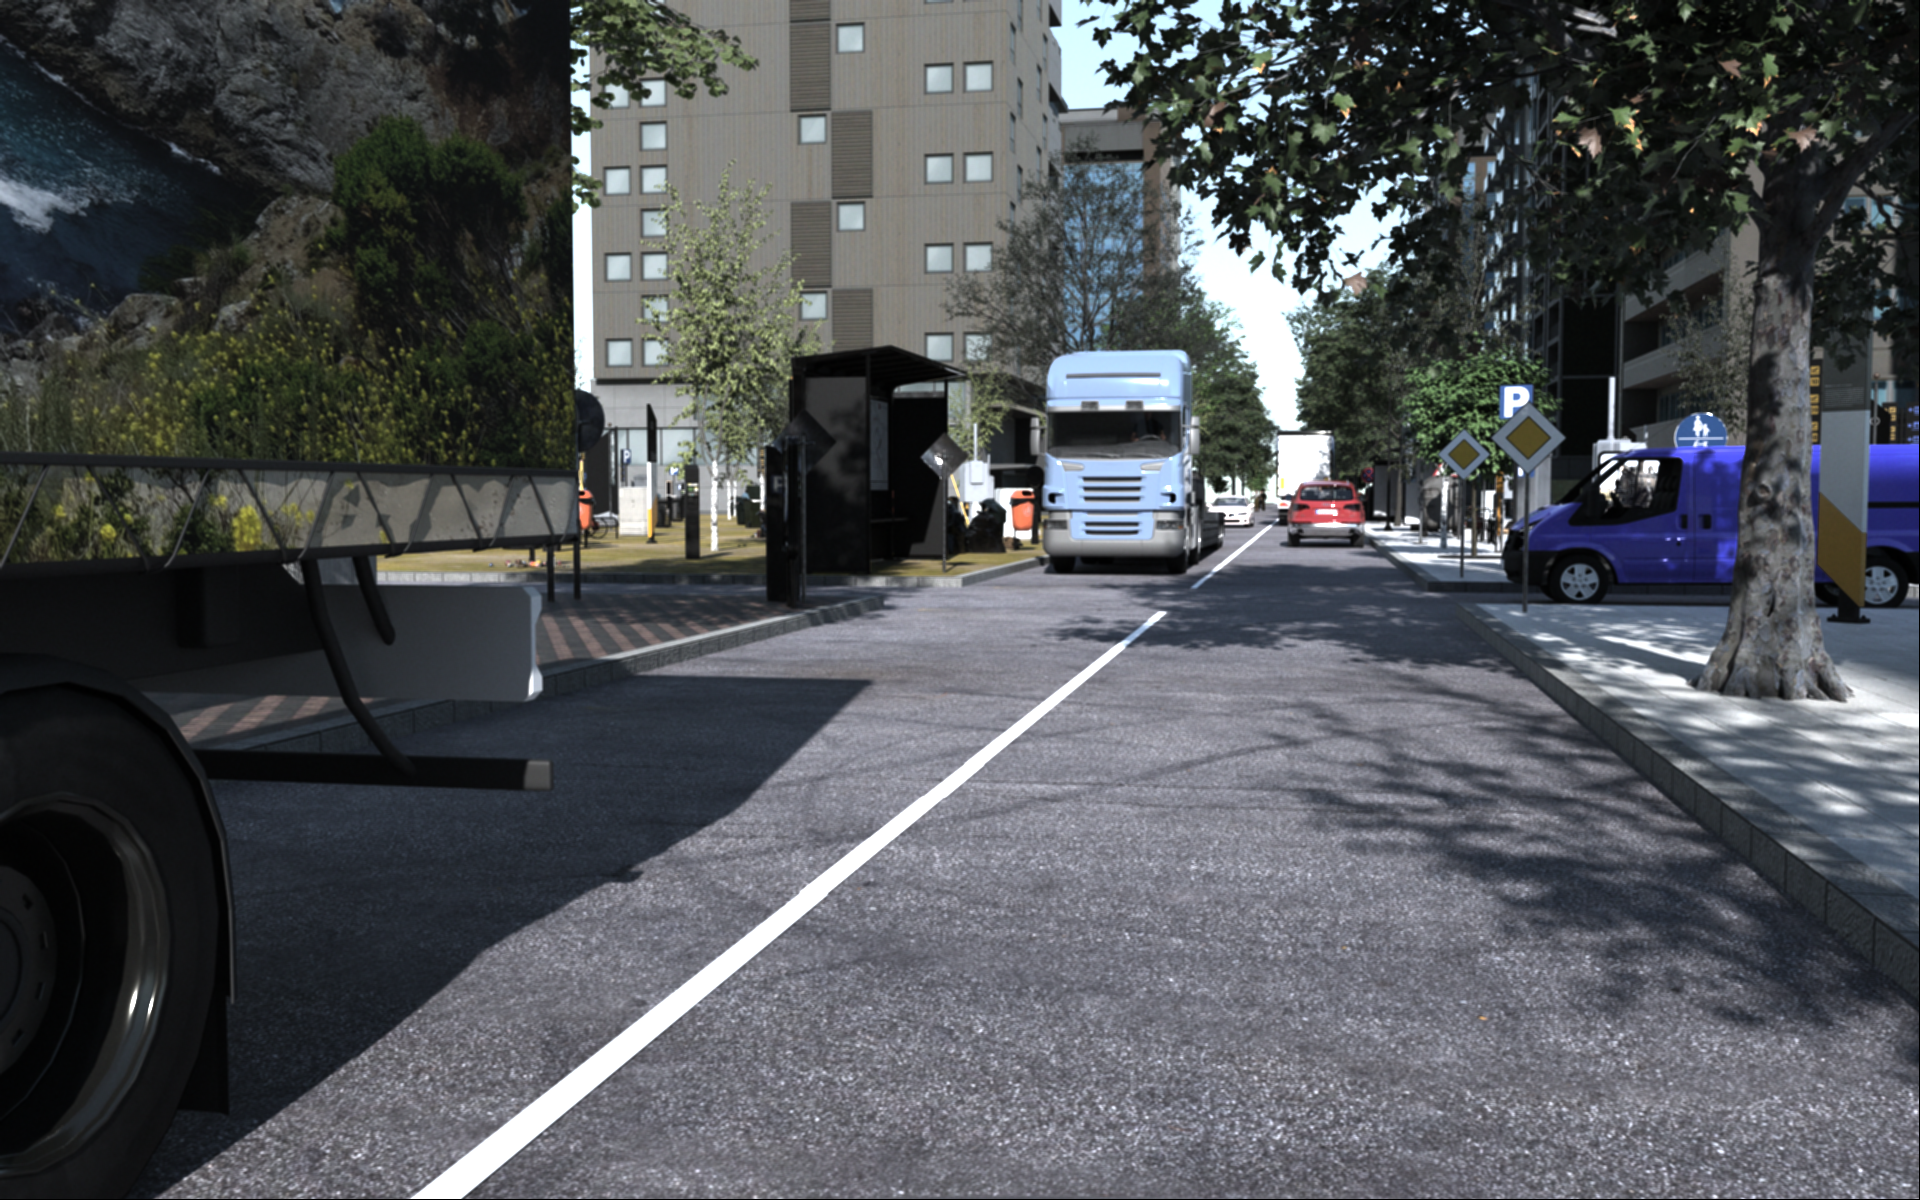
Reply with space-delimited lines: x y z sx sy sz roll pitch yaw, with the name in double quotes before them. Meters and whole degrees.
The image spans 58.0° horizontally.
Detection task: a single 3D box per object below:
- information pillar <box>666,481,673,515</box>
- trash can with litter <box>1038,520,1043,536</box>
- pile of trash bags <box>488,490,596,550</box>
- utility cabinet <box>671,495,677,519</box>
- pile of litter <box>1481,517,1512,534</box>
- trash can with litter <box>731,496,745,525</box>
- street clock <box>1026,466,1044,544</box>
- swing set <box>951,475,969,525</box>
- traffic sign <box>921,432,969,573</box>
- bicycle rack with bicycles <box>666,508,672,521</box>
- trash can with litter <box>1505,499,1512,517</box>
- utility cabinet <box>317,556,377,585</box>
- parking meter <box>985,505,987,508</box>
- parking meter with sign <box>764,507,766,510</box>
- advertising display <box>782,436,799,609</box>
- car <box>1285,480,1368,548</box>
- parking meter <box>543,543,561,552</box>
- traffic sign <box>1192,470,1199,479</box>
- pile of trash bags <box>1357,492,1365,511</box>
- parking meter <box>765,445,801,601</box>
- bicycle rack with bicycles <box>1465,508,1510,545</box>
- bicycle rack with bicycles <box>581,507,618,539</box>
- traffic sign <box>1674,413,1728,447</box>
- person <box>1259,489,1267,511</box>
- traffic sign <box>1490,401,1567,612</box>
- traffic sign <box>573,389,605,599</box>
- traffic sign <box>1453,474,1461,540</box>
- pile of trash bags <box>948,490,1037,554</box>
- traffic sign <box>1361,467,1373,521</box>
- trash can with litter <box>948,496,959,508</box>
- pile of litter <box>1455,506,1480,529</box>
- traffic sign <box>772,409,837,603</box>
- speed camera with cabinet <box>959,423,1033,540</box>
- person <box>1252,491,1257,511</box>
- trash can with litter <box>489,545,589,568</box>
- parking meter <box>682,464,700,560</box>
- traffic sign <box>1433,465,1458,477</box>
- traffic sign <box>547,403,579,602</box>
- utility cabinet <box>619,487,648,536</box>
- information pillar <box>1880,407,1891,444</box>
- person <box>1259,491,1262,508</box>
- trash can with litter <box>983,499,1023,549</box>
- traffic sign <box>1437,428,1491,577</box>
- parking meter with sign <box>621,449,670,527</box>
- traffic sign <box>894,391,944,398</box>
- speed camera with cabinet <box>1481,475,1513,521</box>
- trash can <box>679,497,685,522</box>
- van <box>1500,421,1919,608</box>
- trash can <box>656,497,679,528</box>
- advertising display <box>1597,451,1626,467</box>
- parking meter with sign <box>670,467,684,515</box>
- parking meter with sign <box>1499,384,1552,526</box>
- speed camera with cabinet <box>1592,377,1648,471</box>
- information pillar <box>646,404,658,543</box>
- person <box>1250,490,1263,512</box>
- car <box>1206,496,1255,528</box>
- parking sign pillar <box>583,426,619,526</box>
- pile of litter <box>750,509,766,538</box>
"information pillar" -16.597 -5.780 98.996 0.304 2.012 0.304 0 4 8
"trash can with litter" 1.637 -2.594 53.477 2.233 1.210 1.678 2 4 25
"pile of trash bags" -10.229 -1.890 40.654 3.447 1.369 1.912 0 4 7
"utility cabinet" -15.080 -4.904 91.339 0.306 1.237 1.020 0 4 -8
"pile of litter" 17.777 -2.542 55.535 1.176 0.858 1.719 -1 4 -13
"trash can with litter" -8.838 -3.701 71.895 1.055 1.170 0.624 3 5 43
"street clock" 1.916 -2.425 44.221 0.471 2.002 0.358 0 4 4
"swing set" -1.696 -4.548 71.973 2.862 2.851 3.119 3 5 41
"traffic sign" -0.256 -1.504 28.229 0.795 2.450 0.064 1 4 11
"bicycle rack with bicycles" -14.751 -4.259 83.010 2.852 0.926 2.925 0 4 -1
"trash can with litter" 30.402 -5.232 96.937 0.624 1.170 1.055 -1 4 -14
"utility cabinet" -6.203 -0.367 17.156 0.306 1.237 1.020 1 4 18
"parking meter" 1.579 -5.299 95.044 0.372 1.533 0.369 0 3 0
"parking meter with sign" -5.777 -3.829 58.863 1.738 3.016 0.543 1 4 14
"advertising display" -1.938 -0.891 19.781 0.123 1.923 0.974 -1 4 -9
"car" 10.145 -2.407 48.033 2.281 1.827 5.304 1 4 12
"parking meter" -9.103 -2.014 38.636 0.399 1.863 0.255 0 4 3
"traffic sign" 12.258 -5.600 91.659 0.768 2.556 0.104 1 4 14
"pile of trash bags" 22.867 -5.366 97.489 1.912 1.369 3.447 2 4 28
"parking meter" -2.113 -0.922 20.793 0.399 1.863 0.255 1 4 12
"bicycle rack with bicycles" 14.254 -1.919 44.755 2.852 0.926 2.925 2 4 31
"bicycle rack with bicycles" -11.308 -2.232 49.878 2.925 0.926 2.852 -3 4 -38
"traffic sign" 11.609 -1.657 27.201 0.768 2.556 0.104 1 4 19
"person" 25.127 -8.290 143.674 0.705 1.869 1.348 3 5 43
"traffic sign" 6.140 -0.925 18.773 0.795 2.450 0.064 1 4 11
"traffic sign" -4.672 -1.282 21.061 0.768 2.556 0.104 1 4 18
"traffic sign" 13.984 -2.959 48.489 0.768 2.556 0.104 1 4 14
"pile of trash bags" 0.287 -1.740 38.200 3.447 1.369 1.912 -3 4 -38
"traffic sign" 19.559 -5.064 82.902 0.768 2.556 0.104 1 4 14
"trash can with litter" -0.343 -4.327 82.138 0.624 1.170 1.055 0 4 6
"pile of litter" 18.758 -3.067 64.118 1.719 0.858 1.176 0 4 -1
"traffic sign" -1.839 -1.025 20.402 0.795 2.450 0.064 1 4 11
"speed camera with cabinet" 1.024 -3.327 48.733 2.038 3.252 0.660 -1 4 -19
"person" 25.291 -8.508 148.390 0.721 1.735 1.217 -1 4 -13
"trash can with litter" -7.556 -1.216 30.933 1.678 1.210 2.233 -1 4 -17
"parking meter" -5.256 -1.730 33.990 0.255 1.863 0.399 -1 4 -14
"traffic sign" 15.090 -3.285 53.714 0.884 2.594 0.081 1 4 15
"traffic sign" -4.879 -1.252 20.579 0.768 2.556 0.104 1 4 16
"utility cabinet" -9.984 -2.722 53.175 1.173 1.500 0.318 3 5 40
"information pillar" 22.419 -3.117 42.312 0.504 3.616 0.183 3 5 45
"person" 30.728 -10.220 176.125 0.750 1.759 0.617 1 4 11
"trash can with litter" 1.015 -1.792 40.685 1.055 1.170 0.624 3 4 37
"traffic sign" 7.723 -1.404 26.600 0.795 2.450 0.064 1 4 11
"parking meter with sign" -12.298 -4.350 67.384 1.738 3.016 0.543 2 4 24
"traffic sign" -1.381 -2.491 34.596 2.265 3.308 0.079 1 4 17
"speed camera with cabinet" 25.609 -5.385 82.379 2.038 3.252 0.660 -3 5 -41
"trash can" -13.135 -4.200 80.322 0.748 1.137 0.748 0 3 0
"van" 9.628 -1.077 21.988 5.245 2.365 2.240 1 4 13
"trash can" -11.314 -3.323 65.980 0.748 1.137 0.748 0 3 0
"advertising display" 10.037 -1.266 25.907 0.974 1.923 0.123 1 4 16
"parking meter with sign" -17.382 -6.772 106.977 0.543 3.016 1.738 -2 4 -29
"parking meter with sign" 9.390 -1.963 28.351 0.543 3.016 1.738 3 4 38
"speed camera with cabinet" 11.441 -2.107 28.792 0.660 3.252 2.038 -1 4 -21
"information pillar" -8.014 -3.286 45.088 0.183 3.616 0.504 1 4 11
"person" 23.830 -7.953 139.258 1.217 1.736 0.721 3 5 41
"car" 11.794 -3.854 75.371 2.083 1.381 4.827 1 4 12
"parking sign pillar" -14.233 -4.900 68.593 1.447 3.967 1.447 -2 4 -31
"pile of litter" -5.582 -2.276 51.176 1.176 0.858 1.719 -3 5 -40
